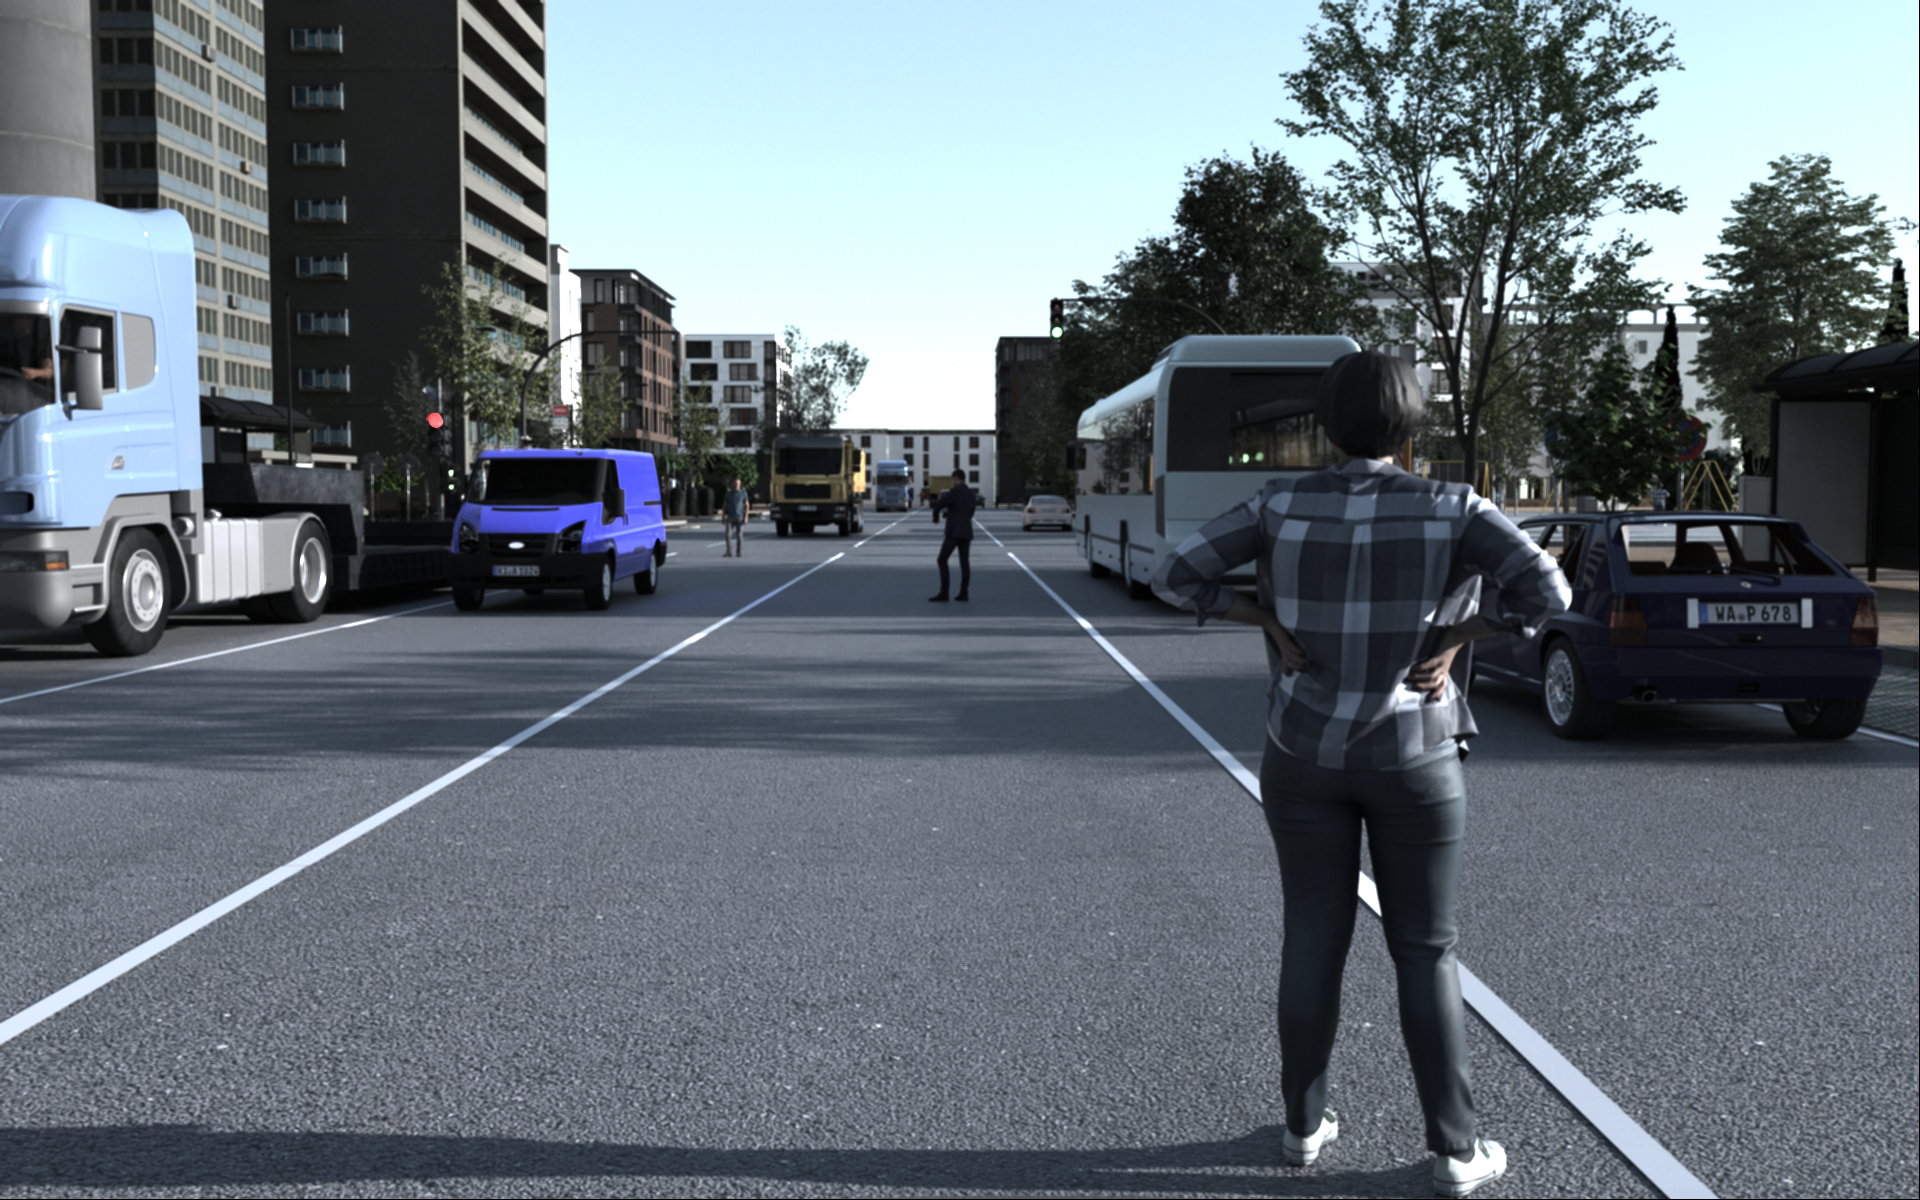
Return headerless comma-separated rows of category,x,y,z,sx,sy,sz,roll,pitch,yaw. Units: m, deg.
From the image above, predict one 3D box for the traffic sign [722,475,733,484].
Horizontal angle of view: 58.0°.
traffic sign,-15.281,-6.938,113.545,0.768,2.556,0.104,0,4,6

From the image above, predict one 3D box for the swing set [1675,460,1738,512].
swing set,35.331,-5.161,82.003,2.862,2.851,3.119,1,4,14

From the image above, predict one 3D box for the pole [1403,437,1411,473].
pole,10.109,-2.774,39.200,0.158,3.312,0.155,0,3,0

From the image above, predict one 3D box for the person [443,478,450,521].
person,-17.182,-3.150,57.676,0.434,1.807,0.598,-2,4,-32

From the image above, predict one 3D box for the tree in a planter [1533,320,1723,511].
tree in a planter,6.753,-1.263,17.868,1.991,3.239,1.994,0,4,0

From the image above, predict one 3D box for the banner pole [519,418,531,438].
banner pole,-14.426,-4.133,57.593,0.401,3.779,0.863,-3,5,-43

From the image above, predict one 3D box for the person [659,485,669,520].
person,-14.823,-4.871,86.489,0.445,1.727,0.742,0,4,1

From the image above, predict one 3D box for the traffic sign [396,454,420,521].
traffic sign,-17.360,-3.325,54.470,0.768,2.556,0.104,0,4,1

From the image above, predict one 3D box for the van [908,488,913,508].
van,-5.905,-10.522,176.425,2.240,2.365,5.245,0,4,0

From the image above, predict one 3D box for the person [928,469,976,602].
person,-0.137,-0.875,23.259,0.568,1.767,0.683,3,5,41

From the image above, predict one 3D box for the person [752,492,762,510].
person,-16.219,-7.862,137.782,0.799,1.438,0.628,-2,4,-34

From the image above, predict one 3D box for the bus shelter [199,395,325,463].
bus shelter,-15.453,-2.621,36.781,2.014,3.302,5.546,0,4,0

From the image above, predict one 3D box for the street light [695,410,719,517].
street light,-14.036,-7.559,96.135,1.470,5.913,1.316,0,4,0

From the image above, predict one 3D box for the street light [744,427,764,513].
street light,-14.175,-8.970,119.202,1.470,5.913,1.316,0,4,0

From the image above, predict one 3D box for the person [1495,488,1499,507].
person,24.379,-4.331,79.066,0.499,1.552,0.429,0,4,-5

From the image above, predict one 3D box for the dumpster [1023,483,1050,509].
dumpster,5.653,-7.521,127.921,1.985,2.255,1.502,0,4,1

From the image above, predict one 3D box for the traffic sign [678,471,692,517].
traffic sign,-15.383,-5.924,96.965,0.768,2.556,0.104,0,4,1

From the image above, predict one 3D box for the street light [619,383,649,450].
street light,-13.722,-6.127,72.716,1.470,5.913,1.316,0,4,0

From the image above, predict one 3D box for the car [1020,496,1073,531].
car,3.408,-3.399,67.939,2.083,1.381,4.827,0,4,1

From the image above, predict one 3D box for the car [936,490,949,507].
car,-1.013,-8.963,155.215,2.281,1.827,5.304,0,4,-2

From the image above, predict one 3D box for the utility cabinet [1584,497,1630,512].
utility cabinet,12.131,-1.303,32.469,1.020,1.237,0.306,-2,4,-35

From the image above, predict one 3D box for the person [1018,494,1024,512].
person,4.975,-7.498,134.320,0.991,1.433,0.599,0,4,-1

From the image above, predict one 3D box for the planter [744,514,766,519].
planter,-12.238,-4.820,99.952,1.991,0.319,1.994,0,4,0

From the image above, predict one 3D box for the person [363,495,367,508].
person,-31.122,-5.016,90.321,0.388,1.546,0.482,-1,4,-11

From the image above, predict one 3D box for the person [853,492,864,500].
person,-9.051,-8.819,153.208,1.217,1.766,0.721,2,4,32

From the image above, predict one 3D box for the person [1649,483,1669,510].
person,28.392,-3.888,70.333,0.841,1.734,0.376,3,5,40

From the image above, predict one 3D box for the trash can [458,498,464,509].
trash can,-17.245,-2.967,60.158,0.748,1.137,0.748,0,3,0

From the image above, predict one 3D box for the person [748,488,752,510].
person,-16.437,-7.917,135.507,0.705,1.821,1.348,-1,4,-14

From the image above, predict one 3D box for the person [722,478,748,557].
person,-5.156,-1.895,39.615,0.598,1.807,0.434,1,4,13

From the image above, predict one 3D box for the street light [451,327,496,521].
street light,-13.565,-4.629,48.221,1.470,5.913,1.316,0,4,0

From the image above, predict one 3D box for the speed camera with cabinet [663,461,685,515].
speed camera with cabinet,-17.023,-6.779,105.171,2.038,3.252,0.660,1,4,12

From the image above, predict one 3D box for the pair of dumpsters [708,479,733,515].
pair of dumpsters,-14.954,-6.459,108.096,1.574,2.255,4.437,0,4,0

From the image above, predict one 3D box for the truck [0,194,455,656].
truck,-8.376,-1.987,22.252,2.967,4.110,18.799,0,4,0

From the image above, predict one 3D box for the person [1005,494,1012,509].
person,4.658,-9.228,162.596,0.991,1.433,0.599,-2,4,-28

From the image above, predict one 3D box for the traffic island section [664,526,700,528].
traffic island section,-12.030,-3.067,73.016,1.991,0.108,1.994,0,4,0

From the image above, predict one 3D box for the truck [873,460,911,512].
truck,-5.534,-9.306,141.903,2.967,4.110,18.799,0,4,-2

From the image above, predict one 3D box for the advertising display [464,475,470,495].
advertising display,-16.369,-3.236,58.124,0.123,1.923,0.974,0,4,8

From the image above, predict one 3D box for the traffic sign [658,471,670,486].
traffic sign,-16.254,-5.784,94.669,0.768,2.556,0.104,0,4,6

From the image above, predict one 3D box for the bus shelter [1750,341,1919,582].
bus shelter,12.622,-1.762,22.738,2.014,3.302,5.546,0,4,0

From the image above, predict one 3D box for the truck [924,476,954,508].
truck,-1.911,-11.271,180.197,3.469,3.379,9.791,0,4,-2

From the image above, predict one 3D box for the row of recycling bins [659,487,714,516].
row of recycling bins,-15.885,-5.671,99.827,3.534,1.692,1.069,-2,4,-27

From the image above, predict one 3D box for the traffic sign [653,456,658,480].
traffic sign,-17.127,-5.984,91.712,2.265,3.308,0.079,0,4,6

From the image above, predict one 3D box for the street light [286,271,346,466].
street light,-13.500,-3.899,36.285,1.470,5.913,1.316,0,4,0

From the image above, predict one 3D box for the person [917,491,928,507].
person,-4.365,-11.652,198.953,1.348,1.831,0.705,0,4,-7

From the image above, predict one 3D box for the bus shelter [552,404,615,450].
bus shelter,-17.106,-6.261,80.004,2.179,5.291,8.768,0,4,0

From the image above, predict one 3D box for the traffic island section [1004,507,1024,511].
traffic island section,5.505,-9.470,177.703,1.991,0.108,1.994,0,4,0

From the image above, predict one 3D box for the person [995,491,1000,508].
person,3.759,-10.003,172.772,0.721,1.736,1.217,-1,4,-20

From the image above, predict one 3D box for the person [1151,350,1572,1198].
person,0.853,0.340,3.660,0.841,1.734,0.376,2,4,26

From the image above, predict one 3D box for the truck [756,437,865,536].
truck,-4.937,-3.968,60.798,3.469,3.379,9.791,0,4,1

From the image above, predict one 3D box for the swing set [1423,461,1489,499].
swing set,23.448,-5.135,81.576,3.119,2.851,2.862,2,4,24

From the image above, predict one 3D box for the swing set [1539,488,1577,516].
swing set,29.509,-5.230,83.135,2.862,2.851,3.119,2,4,30

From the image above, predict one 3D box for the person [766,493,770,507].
person,-18.820,-9.793,169.423,0.557,1.426,1.065,1,4,17

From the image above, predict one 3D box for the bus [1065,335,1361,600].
bus,3.476,-1.946,26.678,2.948,3.499,13.247,0,4,-1

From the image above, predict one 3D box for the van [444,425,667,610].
van,-5.296,-1.147,23.146,2.240,2.365,5.245,0,4,0

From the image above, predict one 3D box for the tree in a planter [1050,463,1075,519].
tree in a planter,6.101,-6.301,100.245,1.991,3.239,1.994,0,4,0

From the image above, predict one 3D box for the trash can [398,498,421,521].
trash can,-19.009,-2.946,59.825,0.748,1.137,0.748,0,3,0

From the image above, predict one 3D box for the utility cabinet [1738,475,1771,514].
utility cabinet,9.590,-0.749,20.919,0.318,1.500,1.173,1,4,21

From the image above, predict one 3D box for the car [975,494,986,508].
car,1.617,-10.191,178.420,2.131,1.459,4.920,0,4,1

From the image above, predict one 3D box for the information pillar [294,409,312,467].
information pillar,-17.998,-3.435,47.512,0.183,3.616,0.504,2,4,35

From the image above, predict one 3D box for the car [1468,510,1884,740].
car,4.334,0.068,11.464,1.945,1.354,3.894,0,4,-1
